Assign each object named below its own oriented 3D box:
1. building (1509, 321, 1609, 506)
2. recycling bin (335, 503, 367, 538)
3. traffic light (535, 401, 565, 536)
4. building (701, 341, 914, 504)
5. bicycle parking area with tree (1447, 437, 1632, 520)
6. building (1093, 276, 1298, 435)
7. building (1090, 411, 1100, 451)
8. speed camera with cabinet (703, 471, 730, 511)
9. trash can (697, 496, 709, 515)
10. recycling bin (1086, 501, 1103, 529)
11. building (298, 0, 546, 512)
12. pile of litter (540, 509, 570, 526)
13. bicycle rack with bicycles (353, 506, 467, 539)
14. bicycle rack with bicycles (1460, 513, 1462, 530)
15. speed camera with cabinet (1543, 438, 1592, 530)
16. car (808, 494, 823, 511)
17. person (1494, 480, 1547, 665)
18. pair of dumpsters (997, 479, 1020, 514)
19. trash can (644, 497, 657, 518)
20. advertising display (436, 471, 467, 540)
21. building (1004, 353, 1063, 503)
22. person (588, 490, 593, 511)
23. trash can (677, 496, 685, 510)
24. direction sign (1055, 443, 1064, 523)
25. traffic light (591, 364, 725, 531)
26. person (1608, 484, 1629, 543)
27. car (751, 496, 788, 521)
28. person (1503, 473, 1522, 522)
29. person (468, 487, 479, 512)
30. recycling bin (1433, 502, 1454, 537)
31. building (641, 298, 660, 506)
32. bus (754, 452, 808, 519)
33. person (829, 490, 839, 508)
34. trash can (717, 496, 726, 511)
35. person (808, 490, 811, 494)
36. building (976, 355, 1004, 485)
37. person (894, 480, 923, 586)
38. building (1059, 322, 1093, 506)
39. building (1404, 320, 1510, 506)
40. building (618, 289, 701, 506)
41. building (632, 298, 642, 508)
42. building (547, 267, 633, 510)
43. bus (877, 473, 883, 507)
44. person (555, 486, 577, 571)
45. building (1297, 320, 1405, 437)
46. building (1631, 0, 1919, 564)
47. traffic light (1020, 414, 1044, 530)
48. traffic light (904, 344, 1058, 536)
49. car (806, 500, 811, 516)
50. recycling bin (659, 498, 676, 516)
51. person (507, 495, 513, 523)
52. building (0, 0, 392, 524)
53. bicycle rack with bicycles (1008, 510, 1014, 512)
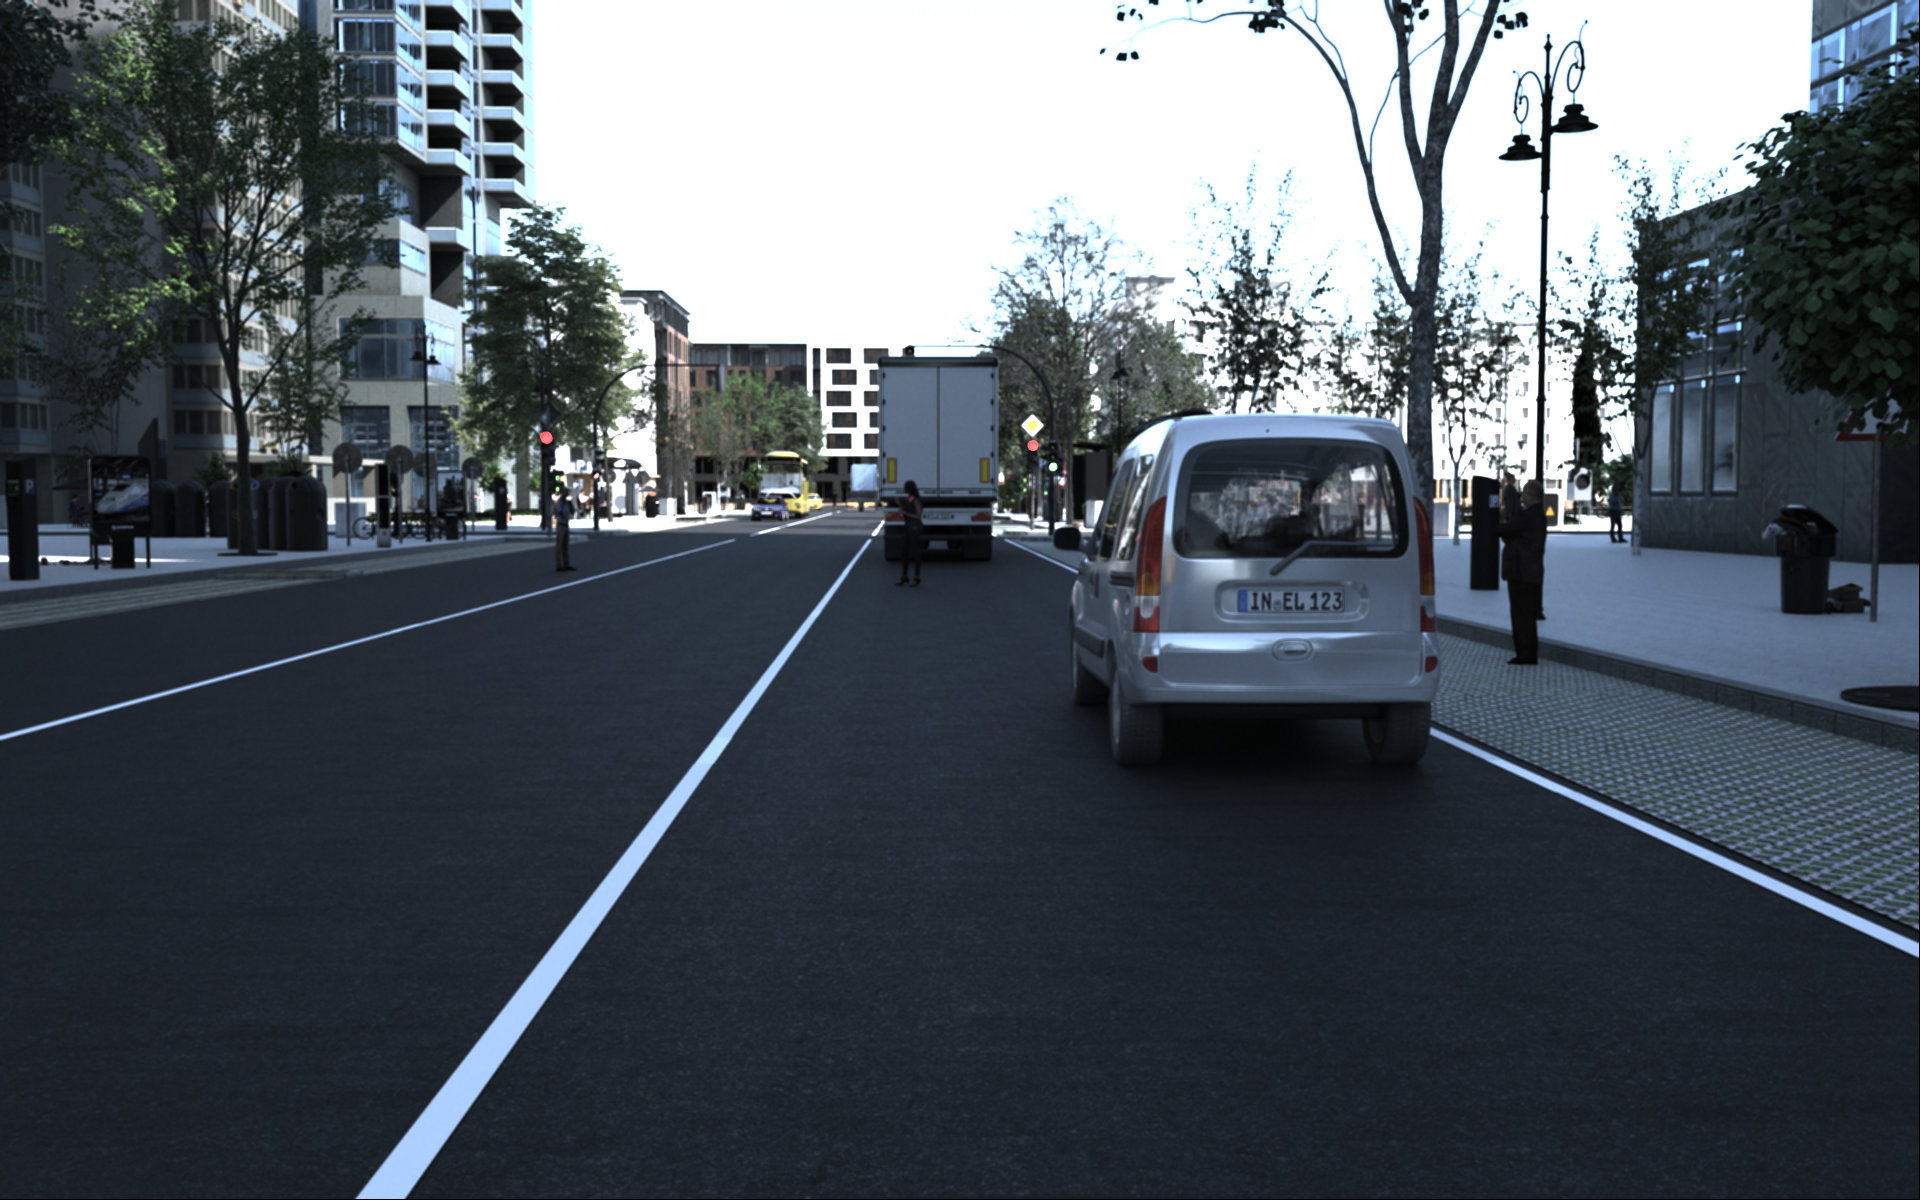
[{"bbox_3d":[64.422,-20.727,195.310,11.380,20.091,16.016,0,4,-2],"label":"building"},{"bbox_3d":[-18.005,-2.363,51.183,0.722,1.027,0.722,0,4,-2],"label":"recycling bin"},{"bbox_3d":[-12.447,-3.890,52.516,0.839,4.253,0.868,0,4,-2],"label":"traffic light"},{"bbox_3d":[-22.937,-24.508,244.683,32.646,21.610,27.936,0,4,-2],"label":"building"},{"bbox_3d":[30.559,-6.333,90.549,9.016,4.147,8.231,0,3,0],"label":"bicycle parking area with tree"},{"bbox_3d":[20.810,-18.316,155.881,16.016,20.091,11.380,0,4,-2],"label":"building"},{"bbox_3d":[16.723,-14.289,175.767,9.099,9.664,28.070,0,4,-2],"label":"building"},{"bbox_3d":[-18.843,-8.532,133.838,2.038,3.252,0.660,1,4,11],"label":"speed camera with cabinet"},{"bbox_3d":[-16.071,-5.904,108.184,0.748,1.137,0.748,0,3,0],"label":"trash can"},{"bbox_3d":[5.085,-3.116,63.495,0.722,1.027,0.722,-2,4,-25],"label":"recycling bin"},{"bbox_3d":[-40.311,-49.085,115.212,22.319,86.520,31.000,0,4,-2],"label":"building"},{"bbox_3d":[-16.368,-3.418,69.842,1.176,0.858,1.719,-1,4,-20],"label":"pile of litter"},{"bbox_3d":[-15.648,-2.240,50.002,2.925,0.926,2.852,0,4,5],"label":"bicycle rack with bicycles"},{"bbox_3d":[16.663,-2.954,61.681,2.852,0.926,2.925,2,4,25],"label":"bicycle rack with bicycles"},{"bbox_3d":[21.292,-4.097,61.319,2.038,3.252,0.660,-1,4,-10],"label":"speed camera with cabinet"},{"bbox_3d":[-13.017,-8.673,152.023,2.015,1.641,3.980,0,4,-3],"label":"car"},{"bbox_3d":[4.684,-0.227,14.479,0.388,1.546,0.482,3,4,37],"label":"person"},{"bbox_3d":[3.164,-6.826,114.100,1.574,2.255,4.437,0,4,-2],"label":"pair of dumpsters"},{"bbox_3d":[-16.349,-4.892,91.635,0.748,1.137,0.748,0,3,0],"label":"trash can"},{"bbox_3d":[-14.171,-2.634,48.284,0.974,1.923,0.123,2,4,24],"label":"advertising display"},{"bbox_3d":[21.808,-24.550,245.368,32.646,21.610,27.936,0,4,-2],"label":"building"},{"bbox_3d":[-27.266,-7.341,128.287,0.590,1.554,0.614,3,5,43],"label":"person"},{"bbox_3d":[-20.391,-7.043,126.807,0.748,1.137,0.748,0,3,0],"label":"trash can"},{"bbox_3d":[4.325,-5.227,77.466,0.379,3.537,0.876,-3,5,-39],"label":"direction sign"},{"bbox_3d":[-10.617,-5.256,60.600,4.771,5.953,1.251,0,4,-2],"label":"traffic light"},{"bbox_3d":[17.285,-2.283,45.589,0.499,1.552,0.429,-1,4,-13],"label":"person"},{"bbox_3d":[-10.189,-4.907,92.806,1.945,1.354,3.894,0,4,-1],"label":"car"},{"bbox_3d":[12.661,-2.021,39.639,0.434,1.755,0.990,2,4,26],"label":"person"},{"bbox_3d":[-26.857,-5.462,95.788,0.568,1.767,0.683,1,4,14],"label":"person"},{"bbox_3d":[14.528,-2.419,52.104,0.722,1.027,0.722,3,4,36],"label":"recycling bin"},{"bbox_3d":[-37.179,-18.856,164.720,16.016,20.091,11.380,0,4,-2],"label":"building"},{"bbox_3d":[-10.524,-6.869,103.851,2.896,3.916,12.252,0,4,-3],"label":"bus"},{"bbox_3d":[-13.282,-10.711,183.251,1.348,1.869,0.705,2,4,33],"label":"person"},{"bbox_3d":[-17.982,-7.276,130.617,0.748,1.137,0.748,0,3,0],"label":"trash can"},{"bbox_3d":[-15.064,-10.034,172.562,0.705,1.822,1.348,1,4,18],"label":"person"},{"bbox_3d":[-0.013,-23.406,239.108,11.380,20.091,16.016,0,4,-2],"label":"building"},{"bbox_3d":[-0.827,-1.041,26.994,0.593,1.643,0.415,2,4,28],"label":"person"},{"bbox_3d":[19.008,-20.772,196.049,16.016,20.091,11.380,0,4,-2],"label":"building"},{"bbox_3d":[53.049,-20.704,194.928,11.380,20.091,16.016,0,4,-2],"label":"building"},{"bbox_3d":[-46.350,-20.957,186.616,32.646,21.610,27.936,0,4,-2],"label":"building"},{"bbox_3d":[-37.381,-18.161,153.349,16.016,20.091,11.380,0,4,-2],"label":"building"},{"bbox_3d":[-35.995,-17.443,141.613,16.016,20.091,11.380,0,4,-2],"label":"building"},{"bbox_3d":[-10.161,-12.739,199.835,2.896,3.916,12.252,0,4,-2],"label":"bus"},{"bbox_3d":[-7.368,-1.331,32.321,0.319,1.574,0.516,1,4,20],"label":"person"},{"bbox_3d":[41.666,-20.698,194.824,11.380,20.091,16.016,0,4,-2],"label":"building"},{"bbox_3d":[28.024,-43.538,24.514,22.319,86.520,31.000,0,4,-2],"label":"building"},{"bbox_3d":[2.528,-4.409,61.003,0.839,4.253,0.868,0,4,-2],"label":"traffic light"},{"bbox_3d":[0.698,-4.780,52.814,4.771,5.953,1.251,0,4,-2],"label":"traffic light"},{"bbox_3d":[-10.882,-6.399,114.852,2.015,1.641,3.980,0,4,-3],"label":"car"},{"bbox_3d":[-16.934,-5.368,100.327,0.722,1.027,0.722,2,4,32],"label":"recycling bin"},{"bbox_3d":[-20.043,-4.112,76.465,0.628,1.438,0.799,-2,4,-33],"label":"person"},{"bbox_3d":[-45.234,-23.800,81.018,32.217,40.220,23.993,0,4,-2],"label":"building"},{"bbox_3d":[4.529,-6.665,122.353,2.852,0.926,2.925,3,5,44],"label":"bicycle rack with bicycles"}]
